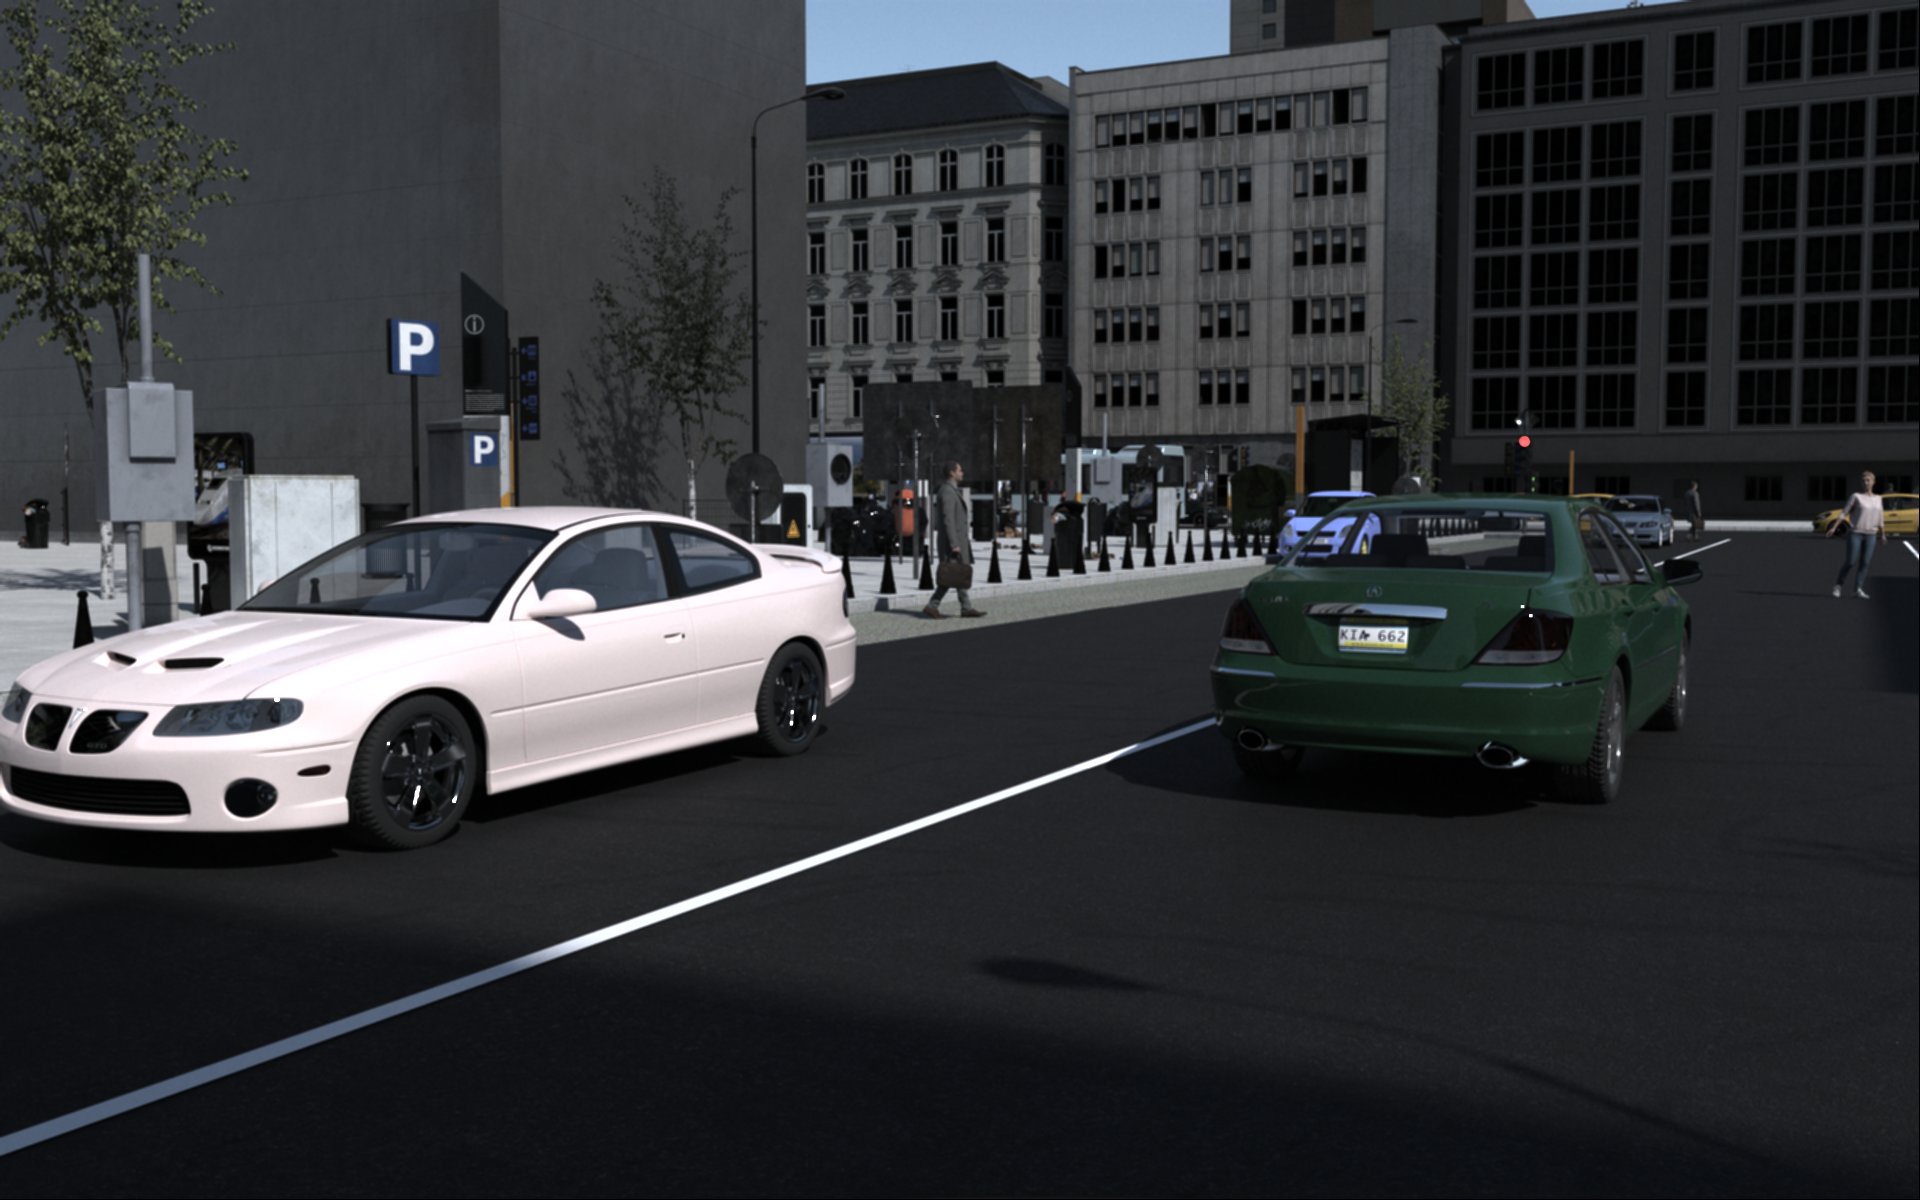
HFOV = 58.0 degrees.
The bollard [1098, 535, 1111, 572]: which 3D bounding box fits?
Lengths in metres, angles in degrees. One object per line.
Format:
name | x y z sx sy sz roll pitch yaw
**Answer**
bollard | 2.393 -0.775 28.715 0.229 0.601 0.229 0 3 0

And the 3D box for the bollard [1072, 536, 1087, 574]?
bollard | 1.920 -0.719 27.804 0.229 0.601 0.229 0 3 0

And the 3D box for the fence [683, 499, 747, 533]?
fence | -4.321 -1.344 33.177 2.264 1.192 0.480 1 4 15

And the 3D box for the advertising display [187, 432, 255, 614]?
advertising display | -7.798 -0.799 18.276 0.974 1.923 0.123 2 4 30

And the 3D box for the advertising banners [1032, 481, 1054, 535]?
advertising banners | 2.690 -3.618 55.348 0.090 3.025 2.074 1 4 22

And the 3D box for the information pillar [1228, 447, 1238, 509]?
information pillar | 13.557 -5.789 85.999 0.504 3.616 0.183 1 4 12

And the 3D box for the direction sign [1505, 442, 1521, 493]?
direction sign | 24.239 -5.136 75.977 0.379 3.537 0.876 -2 4 -31

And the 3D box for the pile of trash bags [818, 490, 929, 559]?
pile of trash bags | -1.550 -1.584 35.645 1.912 1.369 3.447 -1 4 -20

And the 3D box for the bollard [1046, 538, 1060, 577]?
bollard | 1.444 -0.664 26.893 0.229 0.601 0.229 0 3 0

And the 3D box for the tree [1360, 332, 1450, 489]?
tree | 20.072 -7.797 77.836 4.737 8.622 4.395 0 3 0

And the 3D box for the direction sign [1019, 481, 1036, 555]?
direction sign | 1.440 -2.741 36.815 0.876 3.537 0.379 -2 4 -32

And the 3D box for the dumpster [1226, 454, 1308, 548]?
dumpster | 7.381 -2.398 41.696 1.502 2.255 1.985 2 4 27

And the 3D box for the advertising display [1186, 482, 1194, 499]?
advertising display | 12.354 -5.238 90.862 0.974 1.923 0.123 -1 4 -14

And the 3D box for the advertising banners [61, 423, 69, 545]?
advertising banners | -22.430 -2.889 43.416 0.090 3.025 2.074 -2 4 -31

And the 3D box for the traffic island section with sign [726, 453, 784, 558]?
traffic island section with sign | -2.233 -0.450 15.985 1.989 1.847 2.006 2 4 27

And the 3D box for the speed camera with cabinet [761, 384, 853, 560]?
speed camera with cabinet | -2.749 -2.208 30.432 0.660 3.252 2.038 3 4 37

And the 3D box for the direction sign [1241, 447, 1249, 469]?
direction sign | 13.644 -5.561 82.916 0.379 3.537 0.876 2 4 34

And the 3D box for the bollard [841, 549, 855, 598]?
bollard | -1.410 -0.327 21.395 0.229 0.601 0.229 0 3 0

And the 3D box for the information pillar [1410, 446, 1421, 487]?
information pillar | 22.108 -5.672 84.090 0.504 3.616 0.183 0 4 -7

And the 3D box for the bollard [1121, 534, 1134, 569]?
bollard | 2.869 -0.832 29.638 0.229 0.601 0.229 0 3 0

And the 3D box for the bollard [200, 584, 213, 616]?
bollard | -5.705 0.178 13.124 0.229 0.601 0.229 0 3 0

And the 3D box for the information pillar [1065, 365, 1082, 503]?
information pillar | 2.048 -2.448 31.384 0.183 3.616 0.504 -2 4 -24

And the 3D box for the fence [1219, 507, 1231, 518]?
fence | 12.320 -4.077 82.028 2.069 0.683 0.278 2 4 29

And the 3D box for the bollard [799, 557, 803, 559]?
bollard | -1.882 -0.272 20.482 0.229 0.601 0.229 0 3 0

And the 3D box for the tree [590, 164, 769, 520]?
tree | -6.079 -5.404 38.715 4.360 8.622 3.978 0 3 0

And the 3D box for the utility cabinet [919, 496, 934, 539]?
utility cabinet | -1.208 -2.398 50.369 0.306 1.237 1.020 -3 5 -43

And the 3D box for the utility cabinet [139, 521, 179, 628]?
utility cabinet | -7.828 -0.496 16.789 0.318 1.500 1.173 -2 4 -32

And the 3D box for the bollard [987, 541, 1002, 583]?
bollard | 0.500 -0.552 25.063 0.229 0.601 0.229 0 3 0

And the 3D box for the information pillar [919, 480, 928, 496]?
information pillar | -1.284 -4.070 57.894 0.504 3.616 0.183 -2 4 -25

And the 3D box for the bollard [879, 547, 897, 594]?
bollard | -0.928 -0.384 22.317 0.229 0.601 0.229 0 3 0

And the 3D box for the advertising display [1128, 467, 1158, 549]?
advertising display | 4.342 -2.197 41.137 0.123 1.923 0.974 -2 4 -32

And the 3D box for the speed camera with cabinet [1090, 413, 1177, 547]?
speed camera with cabinet | 4.246 -2.937 42.357 2.038 3.252 0.660 1 4 19

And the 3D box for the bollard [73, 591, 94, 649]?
bollard | -6.178 0.234 12.212 0.229 0.601 0.229 0 3 0

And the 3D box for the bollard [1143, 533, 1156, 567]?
bollard | 3.344 -0.887 30.549 0.229 0.601 0.229 0 3 0

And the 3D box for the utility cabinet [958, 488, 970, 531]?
utility cabinet | -0.049 -3.161 60.354 0.318 1.500 1.173 -2 4 -27

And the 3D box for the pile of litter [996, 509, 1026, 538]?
pile of litter | 1.309 -2.279 51.230 1.176 0.858 1.719 -1 4 -22

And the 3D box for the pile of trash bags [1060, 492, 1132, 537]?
pile of trash bags | 4.756 -2.633 52.794 3.447 1.369 1.912 0 4 -3

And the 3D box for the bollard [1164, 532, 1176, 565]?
bollard | 3.820 -0.943 31.460 0.229 0.601 0.229 0 3 0

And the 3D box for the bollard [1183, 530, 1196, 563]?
bollard | 4.290 -0.999 32.372 0.229 0.601 0.229 0 3 0

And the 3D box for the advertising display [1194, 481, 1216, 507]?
advertising display | 11.809 -4.765 83.116 0.974 1.923 0.123 3 5 40

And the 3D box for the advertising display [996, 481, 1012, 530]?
advertising display | 1.430 -3.198 57.494 0.123 1.923 0.974 2 4 30

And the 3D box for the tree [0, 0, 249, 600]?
tree | -10.441 -4.297 20.625 4.737 8.622 4.395 0 3 0

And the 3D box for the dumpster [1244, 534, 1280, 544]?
dumpster | 7.977 -2.358 44.310 1.264 1.857 1.865 2 4 27

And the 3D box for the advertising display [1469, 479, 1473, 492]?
advertising display | 22.385 -4.326 75.943 0.123 1.923 0.974 1 4 15

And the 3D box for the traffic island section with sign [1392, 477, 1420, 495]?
traffic island section with sign | 10.208 -1.916 39.951 1.989 1.847 2.006 2 4 27

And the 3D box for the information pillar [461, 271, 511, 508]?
information pillar | -5.005 -1.646 18.272 0.504 3.616 0.183 0 4 4

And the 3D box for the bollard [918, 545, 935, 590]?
bollard | -0.453 -0.440 23.237 0.229 0.601 0.229 0 3 0

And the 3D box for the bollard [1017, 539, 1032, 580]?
bollard | 0.969 -0.608 25.977 0.229 0.601 0.229 0 3 0

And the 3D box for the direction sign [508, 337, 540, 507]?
direction sign | -6.453 -2.030 25.181 0.876 3.537 0.379 2 4 27

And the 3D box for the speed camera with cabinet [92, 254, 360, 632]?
speed camera with cabinet | -6.305 -1.261 14.957 2.038 3.252 0.660 -3 4 -38

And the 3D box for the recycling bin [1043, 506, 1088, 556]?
recycling bin | 2.227 -1.448 36.233 0.722 1.027 0.722 -3 5 -39

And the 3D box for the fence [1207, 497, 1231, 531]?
fence | 9.137 -3.028 60.714 0.480 1.192 2.264 -1 4 -8
